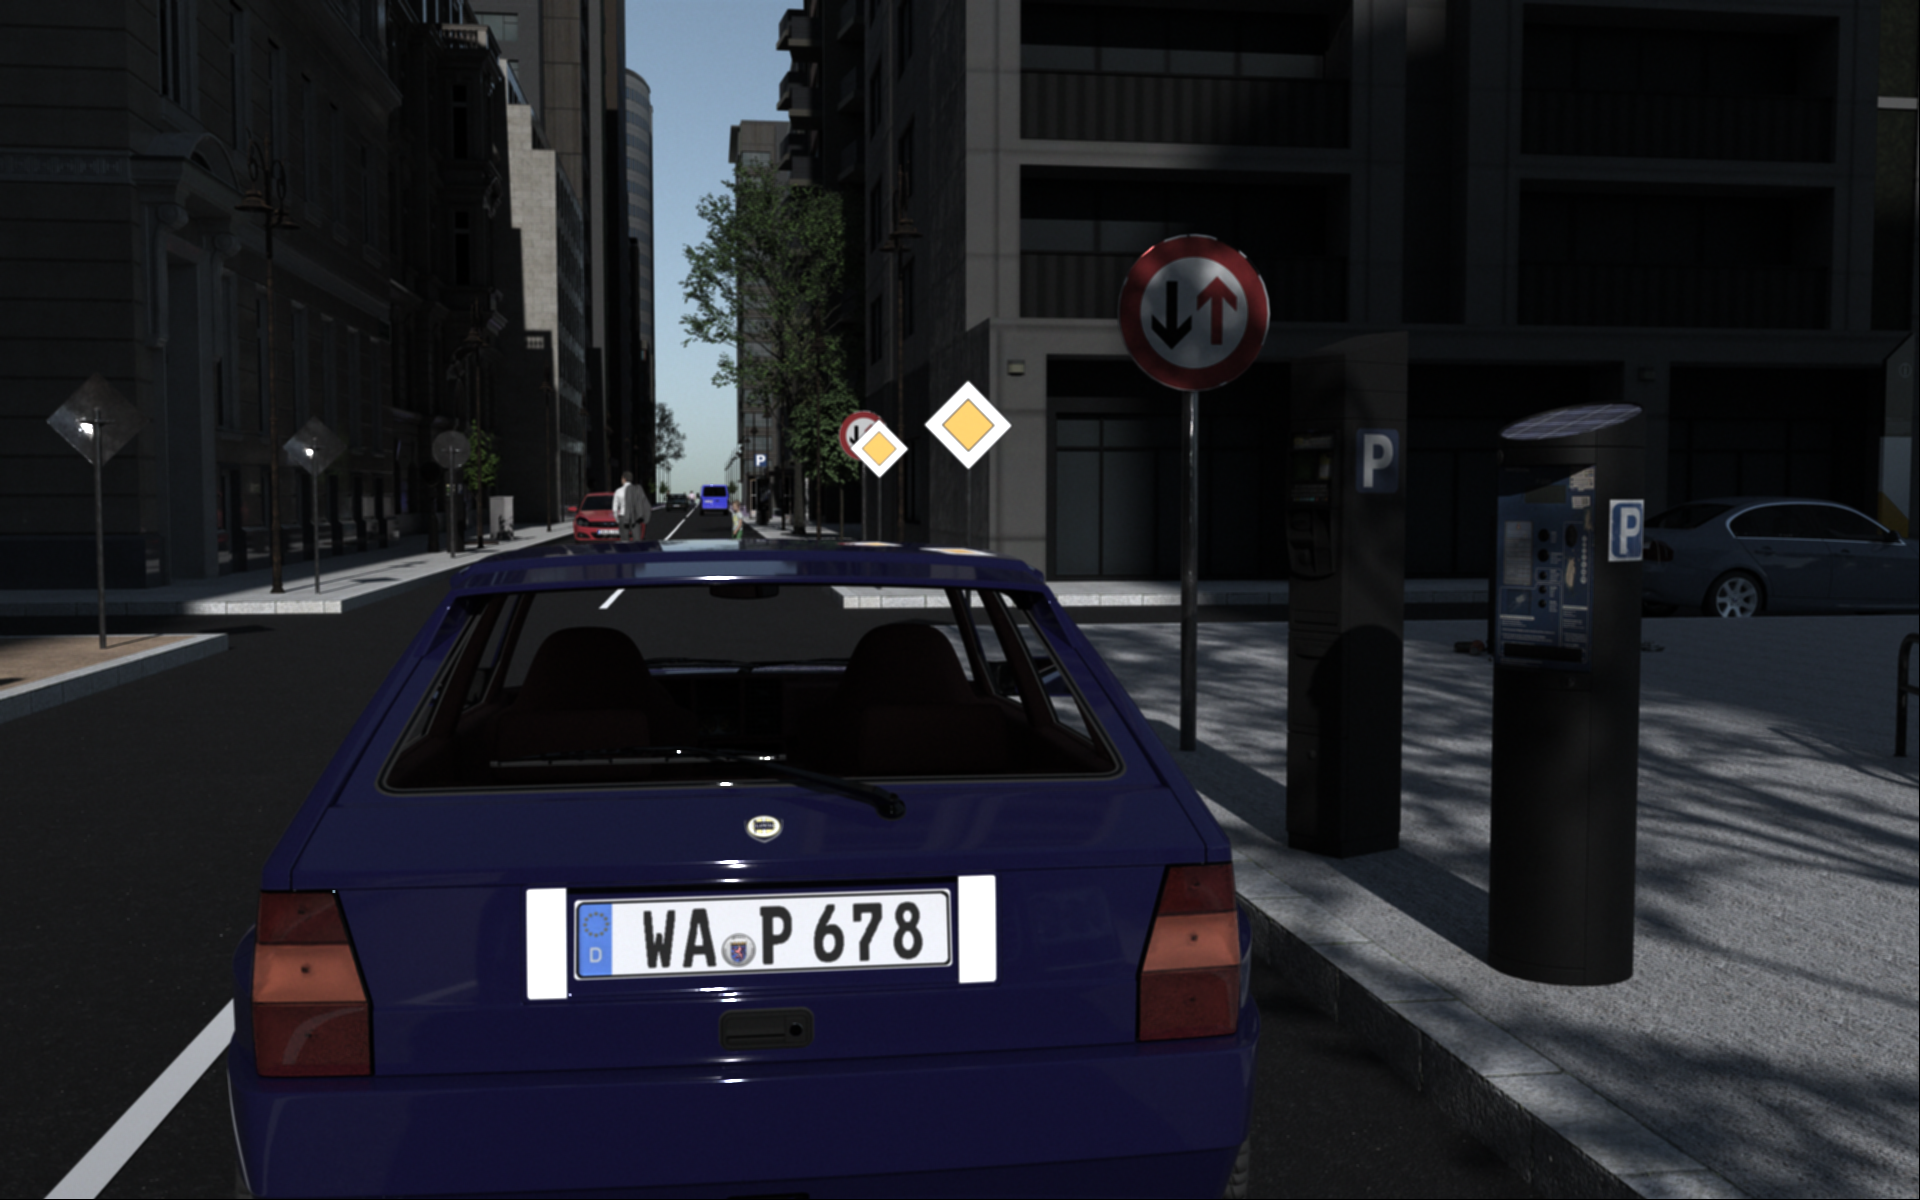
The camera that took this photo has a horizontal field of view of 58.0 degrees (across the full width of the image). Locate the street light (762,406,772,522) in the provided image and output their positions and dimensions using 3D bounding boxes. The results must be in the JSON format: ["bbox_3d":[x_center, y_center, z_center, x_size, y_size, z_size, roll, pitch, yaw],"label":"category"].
[{"bbox_3d":[-8.806,-6.510,79.223,0.468,5.910,1.993,-1,4,-8],"label":"street light"}]

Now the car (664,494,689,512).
[{"bbox_3d":[-23.346,-8.129,142.700,2.009,1.686,4.222,-1,4,-9],"label":"car"}]

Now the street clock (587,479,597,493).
[{"bbox_3d":[-17.408,-4.730,81.904,0.471,2.002,0.358,3,4,37],"label":"street clock"}]

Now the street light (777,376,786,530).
[{"bbox_3d":[-6.254,-5.406,61.170,0.468,5.910,1.993,-1,4,-8],"label":"street light"}]

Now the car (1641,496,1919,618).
[{"bbox_3d":[9.370,-0.454,19.429,4.499,1.417,2.014,-1,4,-9],"label":"car"}]

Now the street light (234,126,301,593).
[{"bbox_3d":[-8.852,-3.027,22.287,0.468,5.910,1.993,-1,4,-8],"label":"street light"}]

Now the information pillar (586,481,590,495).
[{"bbox_3d":[-20.508,-5.531,94.928,0.304,2.012,0.304,2,4,31],"label":"information pillar"}]

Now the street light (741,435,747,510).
[{"bbox_3d":[-14.434,-8.864,117.714,0.468,5.910,1.993,-1,4,-8],"label":"street light"}]

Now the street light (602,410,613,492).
[{"bbox_3d":[-19.834,-7.662,98.055,0.468,5.910,1.993,-1,4,-8],"label":"street light"}]

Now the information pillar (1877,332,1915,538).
[{"bbox_3d":[13.561,-2.063,25.091,0.504,3.616,0.183,-1,4,-14],"label":"information pillar"}]

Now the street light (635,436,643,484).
[{"bbox_3d":[-25.107,-9.883,134.373,0.468,5.910,1.993,-1,4,-8],"label":"street light"}]

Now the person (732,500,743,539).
[{"bbox_3d":[-4.809,-1.516,37.540,0.306,1.304,0.590,2,4,24],"label":"person"}]

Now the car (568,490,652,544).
[{"bbox_3d":[-9.180,-2.230,45.504,2.155,1.783,4.494,-1,4,-10],"label":"car"}]

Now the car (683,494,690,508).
[{"bbox_3d":[-29.980,-10.641,185.785,2.131,1.459,4.920,0,4,-7],"label":"car"}]

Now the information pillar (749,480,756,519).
[{"bbox_3d":[-10.635,-5.165,88.941,0.304,2.012,0.304,-2,4,-24],"label":"information pillar"}]

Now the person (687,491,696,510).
[{"bbox_3d":[-23.453,-8.703,151.739,0.756,1.711,0.436,1,4,16],"label":"person"}]

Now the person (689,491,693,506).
[{"bbox_3d":[-33.222,-12.556,213.884,0.705,1.812,1.348,-3,5,-40],"label":"person"}]

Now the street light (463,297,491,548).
[{"bbox_3d":[-11.362,-4.165,40.884,0.468,5.910,1.993,-1,4,-8],"label":"street light"}]

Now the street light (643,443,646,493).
[{"bbox_3d":[-27.923,-11.041,153.300,0.468,5.910,1.993,-1,4,-8],"label":"street light"}]

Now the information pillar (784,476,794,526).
[{"bbox_3d":[-6.981,-4.049,70.692,0.304,2.012,0.304,2,4,25],"label":"information pillar"}]

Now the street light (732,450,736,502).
[{"bbox_3d":[-19.791,-11.106,154.374,0.468,5.910,1.993,-1,4,-8],"label":"street light"}]

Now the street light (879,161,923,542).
[{"bbox_3d":[-0.840,-3.162,24.484,0.468,5.910,1.993,-1,4,-8],"label":"street light"}]

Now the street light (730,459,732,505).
[{"bbox_3d":[-22.448,-12.247,173.029,0.468,5.910,1.993,-1,4,-8],"label":"street light"}]

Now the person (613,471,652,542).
[{"bbox_3d":[-5.776,-1.340,30.513,0.679,1.850,0.850,-1,4,-16],"label":"person"}]

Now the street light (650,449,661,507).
[{"bbox_3d":[-31.716,-12.695,180.350,0.468,5.910,1.993,-1,4,-8],"label":"street light"}]

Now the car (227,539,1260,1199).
[{"bbox_3d":[-0.546,0.498,4.442,1.945,1.354,3.894,0,4,-8],"label":"car"}]

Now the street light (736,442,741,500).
[{"bbox_3d":[-17.171,-10.003,136.330,0.468,5.910,1.993,-1,4,-8],"label":"street light"}]

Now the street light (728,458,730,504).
[{"bbox_3d":[-23.986,-12.848,182.852,0.468,5.910,1.993,-1,4,-8],"label":"street light"}]

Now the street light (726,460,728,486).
[{"bbox_3d":[-26.548,-13.952,200.904,0.468,5.910,1.993,-1,4,-8],"label":"street light"}]

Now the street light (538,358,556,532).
[{"bbox_3d":[-14.053,-5.277,59.068,0.468,5.910,1.993,-1,4,-8],"label":"street light"}]

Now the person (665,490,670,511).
[{"bbox_3d":[-24.531,-8.382,146.068,0.721,1.766,1.217,2,4,27],"label":"person"}]

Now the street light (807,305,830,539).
[{"bbox_3d":[-3.478,-4.265,42.525,0.468,5.910,1.993,-1,4,-8],"label":"street light"}]

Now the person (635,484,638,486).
[{"bbox_3d":[-11.575,-3.230,61.666,0.721,1.781,0.623,-1,4,-20],"label":"person"}]

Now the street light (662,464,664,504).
[{"bbox_3d":[-34.432,-13.801,198.432,0.468,5.910,1.993,-1,4,-8],"label":"street light"}]

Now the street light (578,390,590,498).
[{"bbox_3d":[-16.718,-6.380,77.105,0.468,5.910,1.993,-1,4,-8],"label":"street light"}]

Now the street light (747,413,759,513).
[{"bbox_3d":[-11.810,-7.747,99.447,0.468,5.910,1.993,-1,4,-8],"label":"street light"}]

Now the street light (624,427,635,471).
[{"bbox_3d":[-22.324,-8.781,116.353,0.468,5.910,1.993,-1,4,-8],"label":"street light"}]

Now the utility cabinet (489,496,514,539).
[{"bbox_3d":[-13.076,-2.337,49.376,0.306,1.237,1.020,-3,4,-38],"label":"utility cabinet"}]

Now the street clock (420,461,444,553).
[{"bbox_3d":[-11.527,-2.036,37.867,0.471,2.002,0.358,0,4,3],"label":"street clock"}]
